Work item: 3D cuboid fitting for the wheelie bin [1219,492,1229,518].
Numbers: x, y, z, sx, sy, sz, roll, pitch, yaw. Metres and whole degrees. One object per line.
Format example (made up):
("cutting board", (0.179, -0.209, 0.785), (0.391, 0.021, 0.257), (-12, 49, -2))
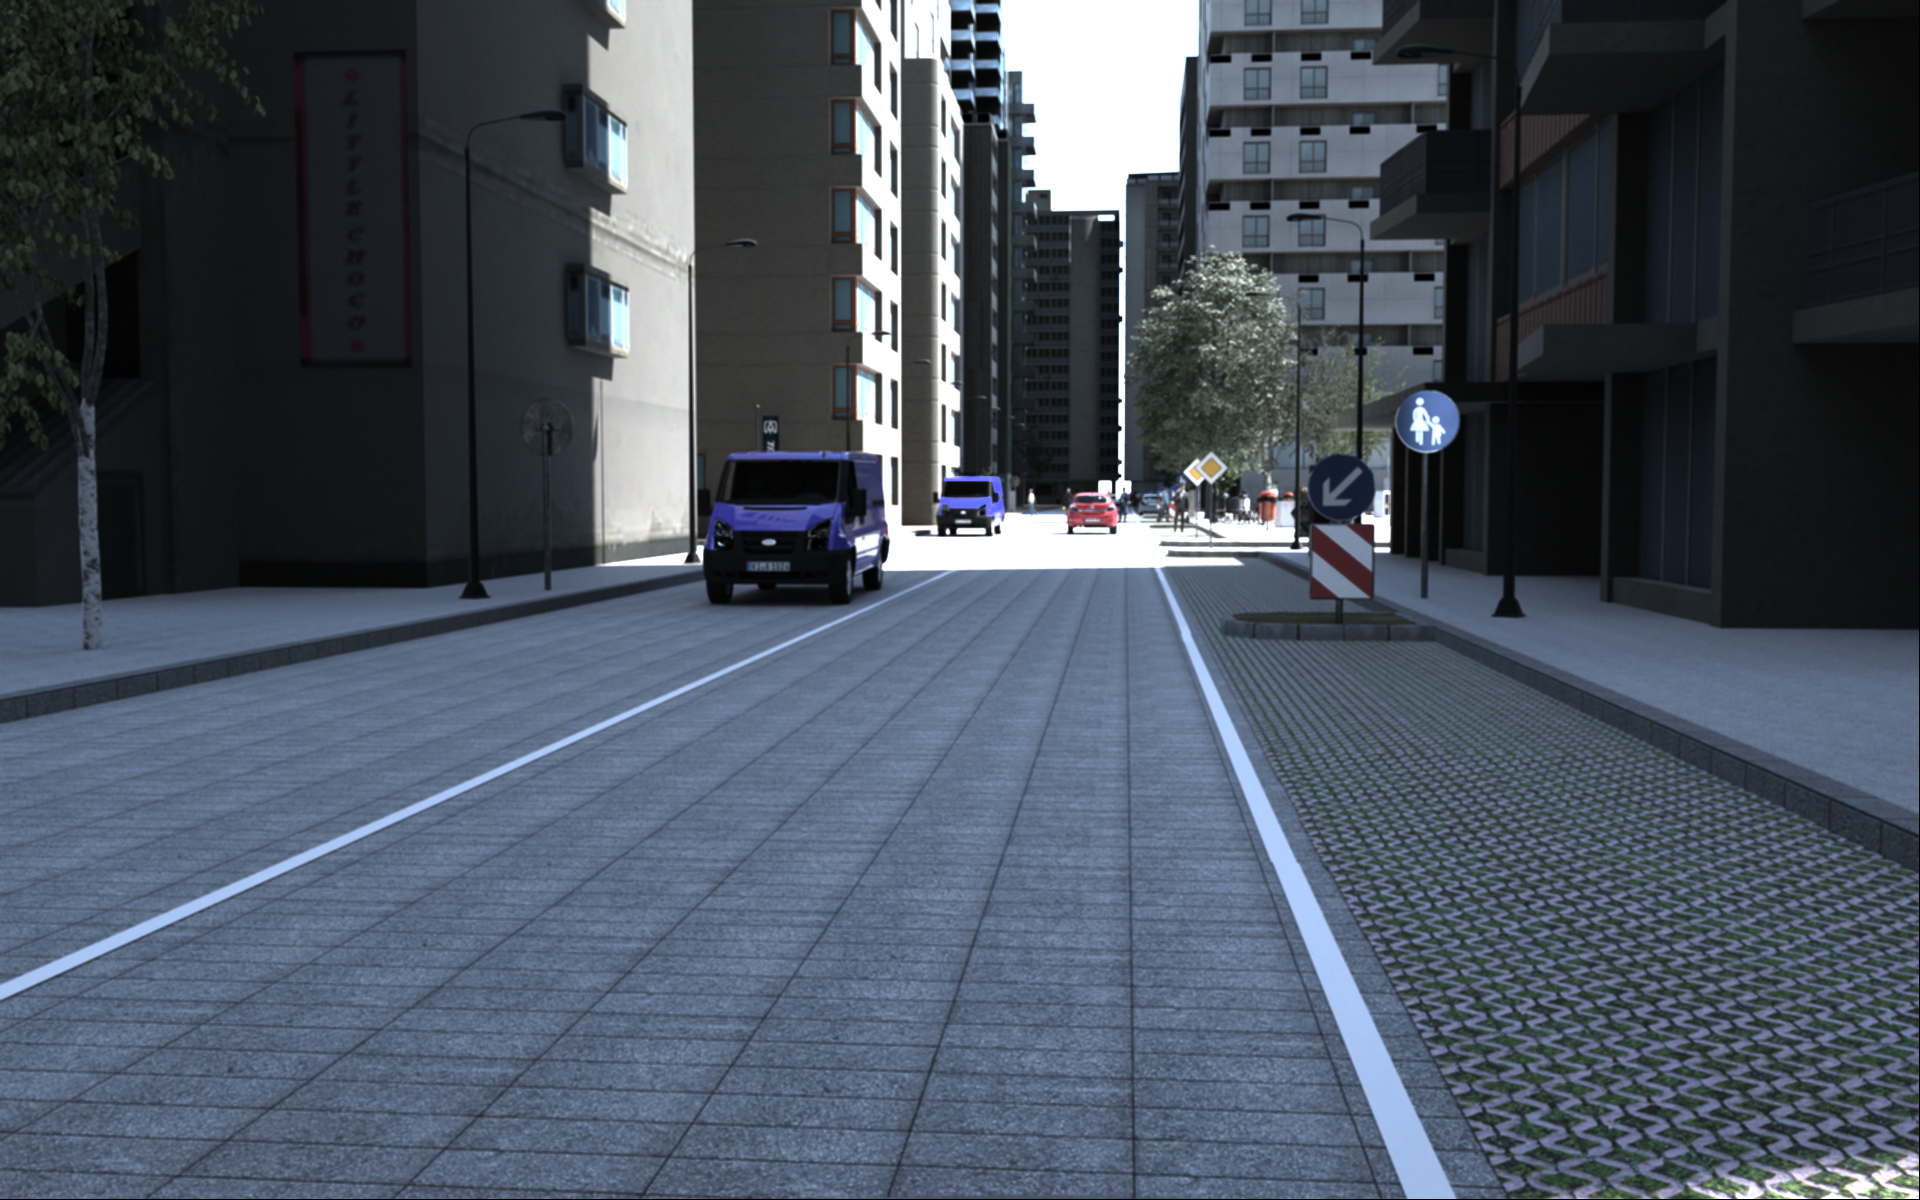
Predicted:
("wheelie bin", (14.002, -5.218, 93.218), (0.980, 1.594, 0.693), (1, 4, 18))

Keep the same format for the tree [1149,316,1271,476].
("tree", (15.092, -11.411, 104.695), (7.486, 12.596, 7.792), (0, 3, 0))

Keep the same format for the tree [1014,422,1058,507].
("tree", (7.582, -13.601, 172.735), (4.360, 8.622, 3.978), (0, 3, 0))

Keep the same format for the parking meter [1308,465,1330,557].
("parking meter", (7.328, -1.808, 35.276), (0.399, 1.863, 0.255), (-1, 4, -19))

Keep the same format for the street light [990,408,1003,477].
("street light", (1.455, -7.400, 93.529), (1.470, 5.913, 1.316), (0, 4, 5))

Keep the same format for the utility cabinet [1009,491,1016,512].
("utility cabinet", (3.596, -6.772, 119.393), (0.318, 1.500, 1.173), (1, 4, 11))

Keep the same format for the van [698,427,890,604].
("van", (-2.229, -1.224, 24.399), (2.240, 2.365, 5.245), (0, 4, 4))

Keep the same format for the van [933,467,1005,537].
("van", (0.381, -3.396, 59.902), (2.240, 2.365, 5.245), (0, 4, 6))

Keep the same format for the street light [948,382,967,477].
("street light", (-0.593, -6.063, 71.675), (1.470, 5.913, 1.316), (0, 4, 5))

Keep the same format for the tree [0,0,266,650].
("tree", (-7.396, -3.891, 13.974), (4.737, 8.622, 4.395), (0, 3, 0))

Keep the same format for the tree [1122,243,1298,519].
("tree", (13.094, -11.204, 89.840), (9.857, 13.997, 8.962), (0, 3, 0))

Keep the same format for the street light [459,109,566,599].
("street light", (-5.446, -2.971, 21.121), (1.470, 5.913, 1.316), (0, 4, 5))

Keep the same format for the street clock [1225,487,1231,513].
("street clock", (17.798, -6.770, 115.266), (0.471, 2.002, 0.358), (2, 4, 35))

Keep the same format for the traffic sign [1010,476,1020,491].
("traffic sign", (3.821, -7.374, 120.664), (0.768, 2.556, 0.104), (1, 4, 13))

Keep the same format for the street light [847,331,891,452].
("street light", (-2.663, -4.706, 49.488), (1.470, 5.913, 1.316), (0, 4, 5))

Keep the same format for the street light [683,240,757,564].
("street light", (-4.408, -3.626, 31.823), (1.470, 5.913, 1.316), (0, 4, 5))

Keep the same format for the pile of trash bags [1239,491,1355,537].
("pile of trash bags", (10.401, -2.569, 51.762), (3.447, 1.369, 1.912), (3, 5, 41))

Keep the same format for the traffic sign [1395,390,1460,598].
("traffic sign", (5.727, -1.295, 21.284), (0.768, 2.556, 0.104), (1, 4, 12))

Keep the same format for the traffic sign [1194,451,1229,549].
("traffic sign", (5.817, -2.232, 40.142), (0.795, 2.450, 0.064), (0, 4, 5))

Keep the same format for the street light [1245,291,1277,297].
("street light", (7.217, -4.111, 39.754), (1.470, 5.913, 1.316), (0, 4, 5))

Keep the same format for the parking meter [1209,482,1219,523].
("parking meter", (11.238, -4.335, 76.591), (0.399, 1.863, 0.255), (3, 5, 45))

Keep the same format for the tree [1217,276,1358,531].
("tree", (10.863, -6.679, 59.567), (4.360, 8.622, 3.978), (0, 3, 0))

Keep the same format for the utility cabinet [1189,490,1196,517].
("utility cabinet", (12.699, -5.271, 94.864), (0.318, 1.500, 1.173), (0, 4, 4))

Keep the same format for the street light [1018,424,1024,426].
("street light", (3.545, -8.713, 114.994), (1.470, 5.913, 1.316), (0, 4, 5))

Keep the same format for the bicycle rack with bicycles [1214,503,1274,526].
("bicycle rack with bicycles", (11.931, -3.549, 71.403), (2.925, 0.926, 2.852), (-2, 4, -24))

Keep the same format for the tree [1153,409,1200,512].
("tree", (16.940, -10.629, 124.151), (4.737, 8.622, 4.395), (0, 3, 0))

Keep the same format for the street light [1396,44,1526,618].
("street light", (5.211, -2.782, 18.032), (1.470, 5.913, 1.316), (0, 4, 5))

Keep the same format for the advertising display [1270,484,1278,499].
("advertising display", (20.386, -6.572, 112.670), (0.123, 1.923, 0.974), (3, 5, 40))

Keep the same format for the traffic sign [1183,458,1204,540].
("traffic sign", (6.576, -2.719, 48.091), (0.795, 2.450, 0.064), (0, 4, 5))

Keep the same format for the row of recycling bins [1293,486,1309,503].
("row of recycling bins", (19.243, -5.112, 90.692), (3.534, 1.692, 1.069), (1, 4, 16))

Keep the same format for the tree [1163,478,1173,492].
("tree", (22.732, -12.032, 191.321), (1.663, 3.219, 1.824), (0, 3, 0))

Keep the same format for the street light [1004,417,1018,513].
("street light", (2.569, -8.054, 104.223), (1.470, 5.913, 1.316), (0, 4, 5))

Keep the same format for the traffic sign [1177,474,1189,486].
("traffic sign", (14.443, -6.866, 112.371), (0.768, 2.556, 0.104), (1, 4, 9))

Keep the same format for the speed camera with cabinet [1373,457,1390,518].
("speed camera with cabinet", (22.789, -6.012, 92.627), (0.660, 3.252, 2.038), (2, 4, 35))

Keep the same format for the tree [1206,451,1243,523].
("tree", (11.641, -5.099, 77.965), (1.663, 3.219, 1.824), (0, 3, 0))

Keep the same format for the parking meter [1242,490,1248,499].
("parking meter", (18.050, -6.192, 109.654), (0.372, 1.533, 0.369), (0, 3, 0))

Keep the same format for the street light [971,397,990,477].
("street light", (0.520, -6.733, 82.618), (1.470, 5.913, 1.316), (0, 4, 5))

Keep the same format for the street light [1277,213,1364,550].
("street light", (6.098, -3.439, 28.772), (1.470, 5.913, 1.316), (0, 4, 5))

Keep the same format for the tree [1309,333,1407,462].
("tree", (18.530, -7.930, 80.016), (4.737, 8.622, 4.395), (0, 3, 0))

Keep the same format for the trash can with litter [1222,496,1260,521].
("trash can with litter", (13.558, -4.408, 83.122), (2.233, 1.210, 1.678), (0, 4, -4))

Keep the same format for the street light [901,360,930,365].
("street light", (-1.724, -5.364, 60.244), (1.470, 5.913, 1.316), (0, 4, 5))

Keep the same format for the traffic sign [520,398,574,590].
("traffic sign", (-5.508, -1.405, 23.071), (0.768, 2.556, 0.104), (1, 4, 13))

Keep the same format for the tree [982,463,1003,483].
("tree", (1.831, -7.005, 109.125), (1.663, 3.219, 1.824), (0, 3, 0))
